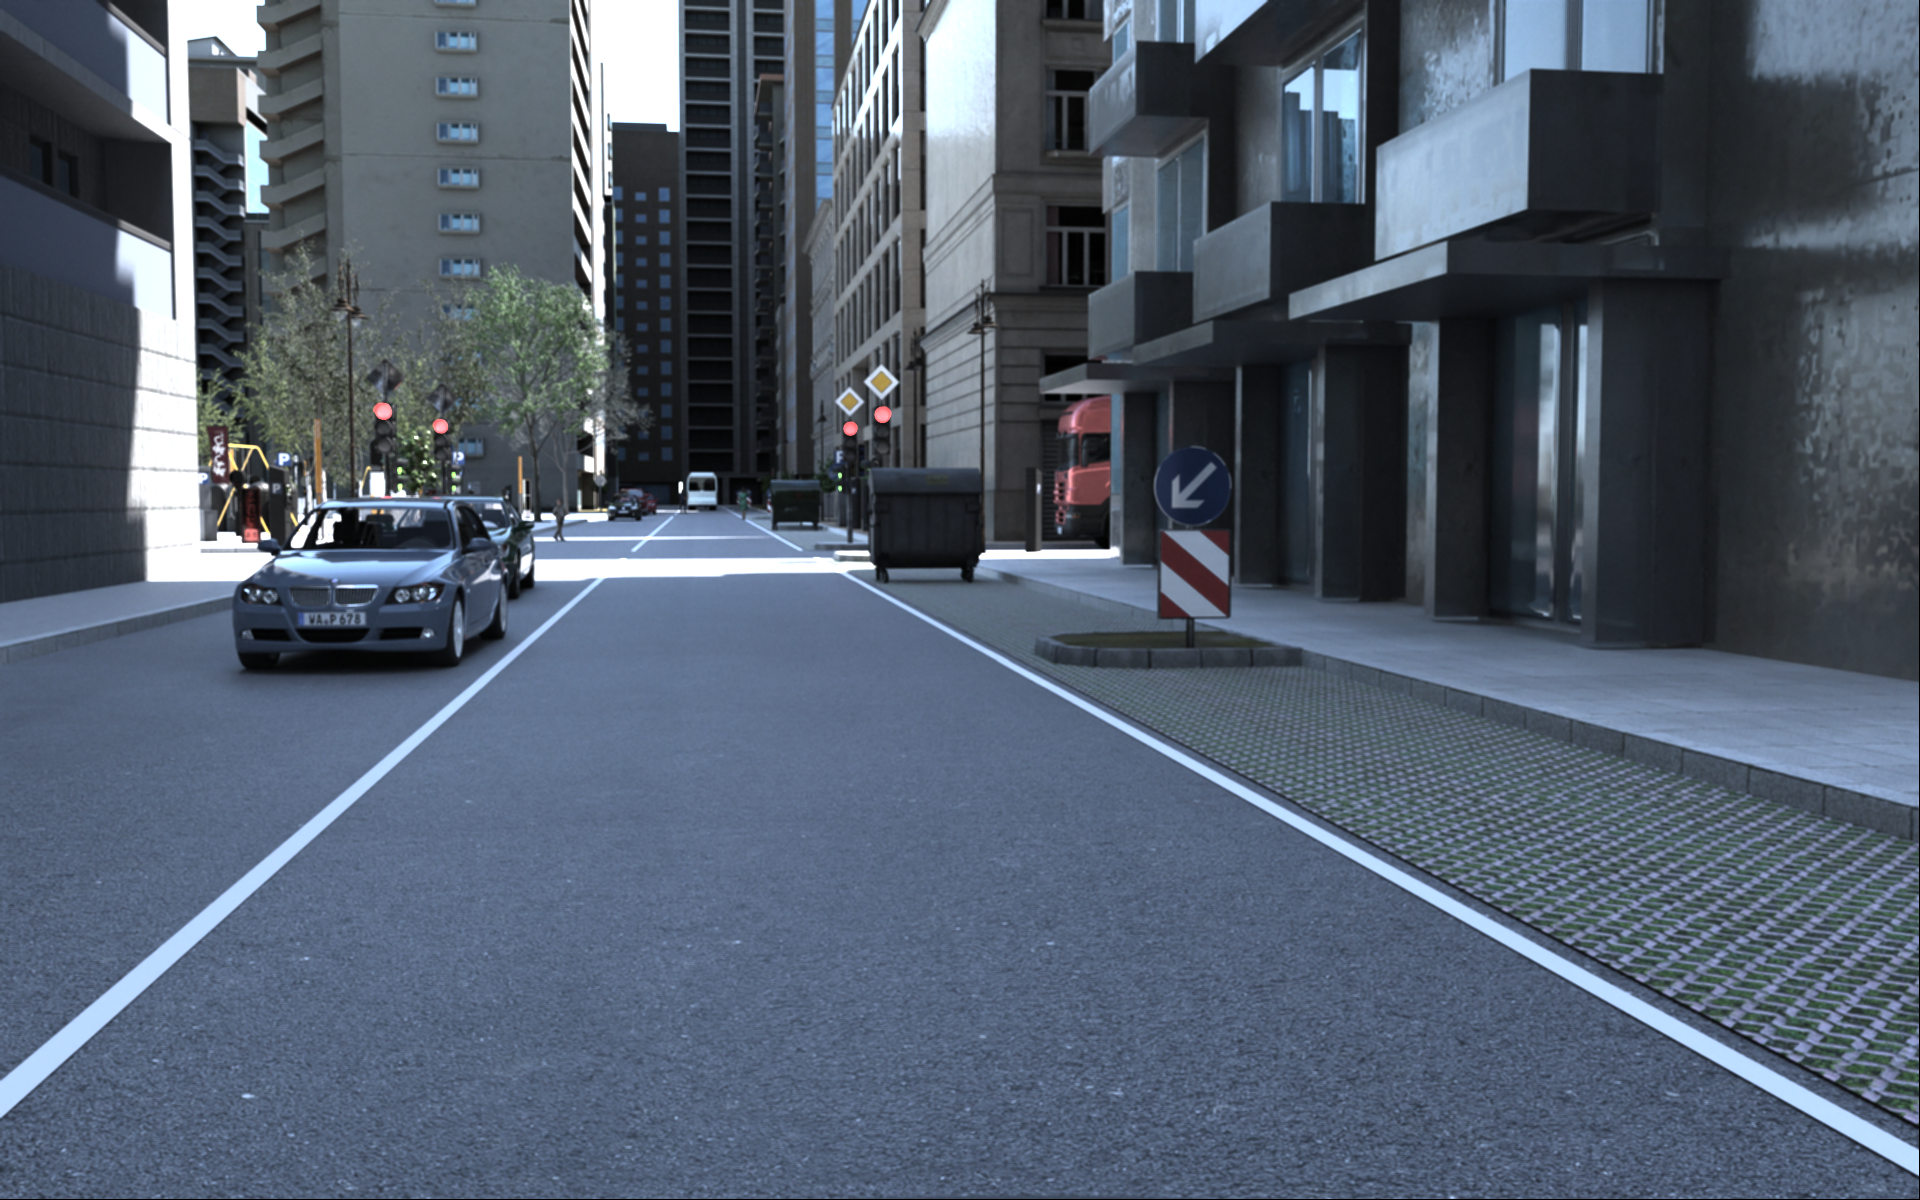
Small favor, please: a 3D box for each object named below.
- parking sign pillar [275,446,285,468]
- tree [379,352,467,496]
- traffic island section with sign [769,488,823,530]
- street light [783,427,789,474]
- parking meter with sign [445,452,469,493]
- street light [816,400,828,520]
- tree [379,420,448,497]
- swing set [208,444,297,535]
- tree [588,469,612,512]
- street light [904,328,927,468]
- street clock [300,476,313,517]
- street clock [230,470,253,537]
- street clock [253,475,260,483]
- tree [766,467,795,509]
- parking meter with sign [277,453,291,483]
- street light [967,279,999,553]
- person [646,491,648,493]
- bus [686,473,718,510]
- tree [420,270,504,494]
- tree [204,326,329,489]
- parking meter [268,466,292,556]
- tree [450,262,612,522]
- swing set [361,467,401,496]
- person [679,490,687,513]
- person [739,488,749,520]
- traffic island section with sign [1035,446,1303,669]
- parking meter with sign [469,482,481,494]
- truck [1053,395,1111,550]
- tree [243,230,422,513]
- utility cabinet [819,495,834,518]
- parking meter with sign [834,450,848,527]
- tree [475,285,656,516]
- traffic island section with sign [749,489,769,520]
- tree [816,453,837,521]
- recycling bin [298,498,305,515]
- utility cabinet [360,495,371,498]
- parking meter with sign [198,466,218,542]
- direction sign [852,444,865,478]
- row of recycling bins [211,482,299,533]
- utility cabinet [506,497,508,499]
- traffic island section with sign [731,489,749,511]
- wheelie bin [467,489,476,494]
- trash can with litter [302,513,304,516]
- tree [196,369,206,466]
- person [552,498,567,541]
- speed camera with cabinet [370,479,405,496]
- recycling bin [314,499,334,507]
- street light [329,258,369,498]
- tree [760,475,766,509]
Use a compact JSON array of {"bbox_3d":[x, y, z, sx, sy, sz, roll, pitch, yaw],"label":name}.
[{"bbox_3d":[-38.169,-6.650,97.198,1.447,3.967,1.447,-1,4,-12],"label":"parking sign pillar"},{"bbox_3d":[-27.988,-8.525,89.751,4.737,8.622,4.395,0,3,0],"label":"tree"},{"bbox_3d":[-6.582,-3.761,70.123,1.989,1.847,2.006,-1,4,-9],"label":"traffic island section with sign"},{"bbox_3d":[-12.036,-8.979,119.601,0.468,5.910,1.993,-1,4,-9],"label":"street light"},{"bbox_3d":[-20.620,-4.529,70.309,0.543,3.016,1.738,0,4,4],"label":"parking meter with sign"},{"bbox_3d":[-6.686,-6.803,84.018,0.468,5.910,1.993,-1,4,-9],"label":"street light"},{"bbox_3d":[-14.246,-3.114,45.515,1.663,3.219,1.824,0,3,0],"label":"tree"},{"bbox_3d":[-23.035,-3.527,55.282,2.862,2.851,3.119,0,4,-2],"label":"swing set"},{"bbox_3d":[-25.645,-7.934,124.318,1.663,3.219,1.824,0,3,0],"label":"tree"},{"bbox_3d":[-1.252,-4.627,48.447,0.468,5.910,1.993,-1,4,-9],"label":"street light"},{"bbox_3d":[-26.183,-3.966,69.422,0.471,2.002,0.358,1,4,22],"label":"street clock"},{"bbox_3d":[-21.717,-2.911,52.168,0.471,2.002,0.358,1,4,9],"label":"street clock"},{"bbox_3d":[-27.006,-3.770,66.211,0.358,2.002,0.471,3,4,37],"label":"street clock"},{"bbox_3d":[-12.289,-7.797,122.076,1.663,3.219,1.824,0,3,0],"label":"tree"},{"bbox_3d":[-28.355,-4.677,72.732,0.543,3.016,1.738,-1,4,-21],"label":"parking meter with sign"},{"bbox_3d":[0.488,-3.952,37.401,0.468,5.910,1.993,-1,4,-9],"label":"street light"},{"bbox_3d":[-31.621,-10.177,175.583,0.721,1.739,1.217,1,4,11],"label":"person"},{"bbox_3d":[-23.168,-9.839,155.721,2.948,3.499,13.247,-1,4,-8],"label":"bus"},{"bbox_3d":[-16.883,-6.526,57.066,4.360,8.622,3.978,0,3,0],"label":"tree"},{"bbox_3d":[-30.171,-7.737,76.856,4.737,8.622,4.395,0,3,0],"label":"tree"},{"bbox_3d":[-14.034,-1.839,35.780,0.399,1.863,0.255,0,4,6],"label":"parking meter"},{"bbox_3d":[-19.441,-9.355,78.711,9.928,11.665,9.643,0,3,0],"label":"tree"},{"bbox_3d":[-32.818,-6.214,99.215,3.119,2.851,2.862,1,4,22],"label":"swing set"},{"bbox_3d":[-20.383,-7.264,127.712,0.568,1.767,0.683,3,4,38],"label":"person"},{"bbox_3d":[-12.059,-5.369,96.530,0.600,1.795,0.529,0,4,0],"label":"person"},{"bbox_3d":[1.712,-0.395,15.094,1.989,1.847,2.006,-1,4,-9],"label":"traffic island section with sign"},{"bbox_3d":[-31.228,-7.048,111.495,1.738,3.016,0.543,-2,4,-33],"label":"parking meter with sign"},{"bbox_3d":[7.385,-3.328,43.332,11.283,4.237,2.839,0,4,-7],"label":"truck"},{"bbox_3d":[-17.967,-6.056,49.377,4.360,8.622,3.978,0,3,0],"label":"tree"},{"bbox_3d":[-7.325,-5.047,93.687,1.020,1.237,0.306,-2,4,-31],"label":"utility cabinet"},{"bbox_3d":[-4.615,-4.396,68.137,0.543,3.016,1.738,0,4,-8],"label":"parking meter with sign"},{"bbox_3d":[-23.571,-11.769,102.800,12.009,13.543,11.850,0,3,0],"label":"tree"},{"bbox_3d":[-10.602,-5.391,96.778,1.989,1.847,2.006,-1,4,-9],"label":"traffic island section with sign"},{"bbox_3d":[-6.084,-5.313,81.463,1.663,3.219,1.824,0,3,0],"label":"tree"},{"bbox_3d":[-40.558,-5.733,106.284,0.722,1.027,0.722,-1,4,-14],"label":"recycling bin"},{"bbox_3d":[-26.220,-4.043,77.266,1.020,1.237,0.306,1,4,9],"label":"utility cabinet"},{"bbox_3d":[-20.684,-3.102,46.972,1.738,3.016,0.543,3,5,43],"label":"parking meter with sign"},{"bbox_3d":[-4.704,-5.315,78.894,0.876,3.537,0.379,-3,4,-36],"label":"direction sign"},{"bbox_3d":[-23.821,-3.131,58.302,3.534,1.692,1.069,1,4,19],"label":"row of recycling bins"},{"bbox_3d":[-14.883,-2.723,55.686,0.306,1.237,1.020,1,4,12],"label":"utility cabinet"},{"bbox_3d":[-18.046,-8.408,146.105,1.989,1.847,2.006,-1,4,-9],"label":"traffic island section with sign"},{"bbox_3d":[-29.269,-5.848,103.524,0.693,1.594,0.980,-1,4,-19],"label":"wheelie bin"},{"bbox_3d":[-38.655,-5.666,103.693,2.233,1.210,1.678,-1,4,-11],"label":"trash can with litter"},{"bbox_3d":[-43.189,-9.092,99.013,4.737,8.622,4.395,0,3,0],"label":"tree"},{"bbox_3d":[-12.203,-2.451,52.852,0.640,1.303,0.475,3,4,36],"label":"person"},{"bbox_3d":[-33.707,-6.586,102.011,2.038,3.252,0.660,1,4,17],"label":"speed camera with cabinet"},{"bbox_3d":[-32.340,-4.617,88.039,0.722,1.027,0.722,3,4,37],"label":"recycling bin"},{"bbox_3d":[-11.985,-3.750,34.103,0.468,5.910,1.993,-1,4,-9],"label":"street light"},{"bbox_3d":[-16.597,-9.503,149.972,1.663,3.219,1.824,0,3,0],"label":"tree"}]
